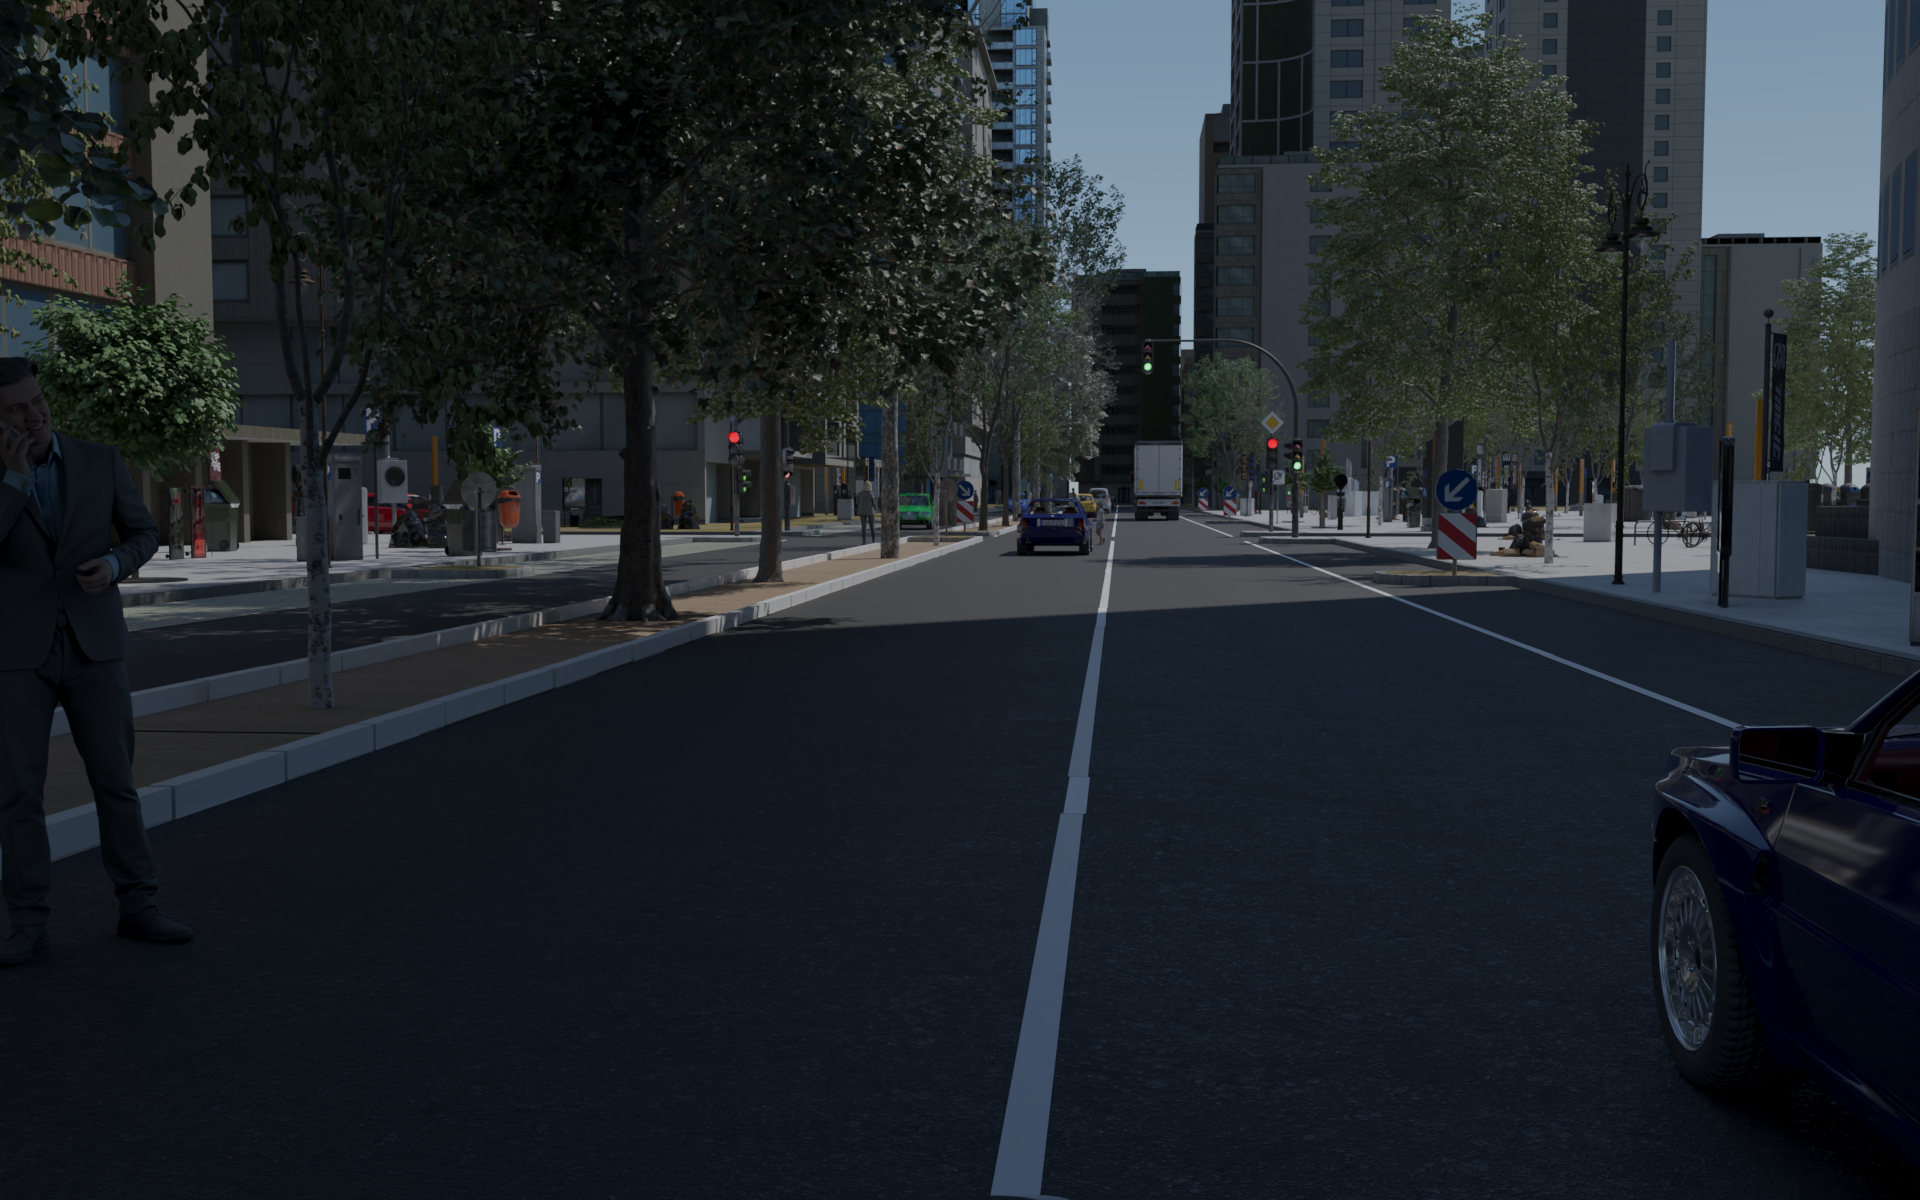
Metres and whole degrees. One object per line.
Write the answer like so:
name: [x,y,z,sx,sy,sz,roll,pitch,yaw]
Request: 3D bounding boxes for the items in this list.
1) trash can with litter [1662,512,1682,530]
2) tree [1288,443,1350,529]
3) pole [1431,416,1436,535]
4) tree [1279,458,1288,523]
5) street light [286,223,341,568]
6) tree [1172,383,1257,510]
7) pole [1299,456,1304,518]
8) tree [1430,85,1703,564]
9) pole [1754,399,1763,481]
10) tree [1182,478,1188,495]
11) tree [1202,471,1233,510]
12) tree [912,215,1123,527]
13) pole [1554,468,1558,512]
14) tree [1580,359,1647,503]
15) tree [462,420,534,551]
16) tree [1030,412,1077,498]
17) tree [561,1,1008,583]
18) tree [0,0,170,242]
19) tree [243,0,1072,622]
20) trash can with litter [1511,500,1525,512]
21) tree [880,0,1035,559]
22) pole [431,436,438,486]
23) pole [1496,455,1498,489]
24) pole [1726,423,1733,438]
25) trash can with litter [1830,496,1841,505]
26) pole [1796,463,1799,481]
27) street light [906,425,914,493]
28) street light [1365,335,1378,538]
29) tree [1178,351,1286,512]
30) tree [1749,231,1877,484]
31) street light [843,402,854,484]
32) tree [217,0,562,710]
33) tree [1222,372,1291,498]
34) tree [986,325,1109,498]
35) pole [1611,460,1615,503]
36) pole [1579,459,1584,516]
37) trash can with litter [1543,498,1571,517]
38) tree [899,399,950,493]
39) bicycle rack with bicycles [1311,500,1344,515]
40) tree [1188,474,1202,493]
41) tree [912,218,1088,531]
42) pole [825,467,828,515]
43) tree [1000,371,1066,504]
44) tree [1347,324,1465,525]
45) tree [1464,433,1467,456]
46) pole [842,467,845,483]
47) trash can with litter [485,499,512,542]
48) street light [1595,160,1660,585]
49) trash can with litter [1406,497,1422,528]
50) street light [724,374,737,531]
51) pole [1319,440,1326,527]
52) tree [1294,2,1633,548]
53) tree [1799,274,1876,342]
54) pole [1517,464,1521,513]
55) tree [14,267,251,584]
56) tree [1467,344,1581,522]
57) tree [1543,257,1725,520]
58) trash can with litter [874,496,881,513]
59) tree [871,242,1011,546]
trash can with litter: [25.619,-3.107,62.189,0.624,1.170,1.055,0,4,-6]
tree: [13.502,-4.279,64.564,1.663,3.219,1.824,0,3,0]
pole: [12.522,-3.161,45.530,0.158,3.312,0.155,0,3,0]
tree: [15.189,-5.114,78.212,1.663,3.219,1.824,0,3,0]
street light: [-10.934,-3.484,29.744,0.468,5.910,1.993,0,4,5]
tree: [20.082,-12.363,136.541,7.601,10.594,8.767,0,4,-5]
pole: [18.350,-6.063,92.969,0.158,3.312,0.155,0,3,0]
tree: [10.906,-4.965,31.535,4.737,8.622,4.395,0,3,0]
pole: [17.116,-2.647,37.124,0.158,3.312,0.155,0,3,0]
tree: [25.821,-12.649,201.418,1.663,3.219,1.824,0,3,0]
tree: [21.452,-9.062,142.757,1.663,3.219,1.824,0,3,0]
tree: [2.033,-9.976,75.929,12.009,13.543,11.850,0,3,0]
pole: [43.540,-8.115,126.519,0.158,3.312,0.155,0,3,0]
tree: [33.097,-8.521,89.676,4.360,8.622,3.978,0,3,0]
tree: [-10.698,-2.724,39.141,1.663,3.219,1.824,0,3,0]
tree: [6.639,-10.645,126.872,4.360,8.622,3.978,0,3,0]
tree: [-3.142,-6.576,28.105,7.486,12.596,7.792,0,3,0]
tree: [-4.859,-5.773,3.495,9.857,13.997,8.962,0,3,0]
tree: [-3.622,-6.117,19.476,9.611,12.733,9.660,0,3,0]
trash can with litter: [40.439,-6.993,125.727,1.055,1.170,0.624,2,4,26]
tree: [-2.682,-11.032,38.726,12.611,20.169,13.585,0,3,0]
pole: [-18.606,-4.132,61.404,0.158,3.312,0.155,0,3,0]
pole: [28.256,-5.942,90.995,0.158,3.312,0.155,0,3,0]
pole: [22.069,-3.420,49.757,0.158,3.312,0.155,0,3,0]
trash can with litter: [31.873,-3.169,62.871,1.678,1.210,2.233,0,4,-5]
pole: [55.787,-7.433,115.376,0.158,3.312,0.155,0,3,0]
street light: [-3.210,-8.587,113.185,0.468,5.910,1.993,0,4,5]
street light: [11.875,-4.735,50.207,0.468,5.910,1.993,0,4,5]
tree: [19.577,-12.176,124.839,9.928,11.665,9.643,0,3,0]
tree: [38.670,-9.625,75.503,7.486,12.596,7.792,0,3,0]
street light: [-5.644,-6.995,87.160,0.468,5.910,1.993,0,4,5]
tree: [-4.230,-3.559,11.014,4.737,8.622,4.395,0,3,0]
tree: [17.826,-9.488,105.494,4.360,8.622,3.978,0,3,0]
tree: [5.860,-12.871,119.555,9.857,13.997,8.962,0,3,0]
pole: [38.190,-6.574,101.324,0.158,3.312,0.155,0,3,0]
pole: [36.057,-6.521,100.466,0.158,3.312,0.155,0,3,0]
trash can with litter: [33.807,-5.359,98.672,1.678,1.210,2.233,1,4,12]
tree: [-2.797,-10.860,127.931,4.737,8.622,4.395,0,3,0]
bicycle rack with bicycles: [23.204,-5.663,105.966,2.852,0.926,2.925,-1,4,-22]
tree: [23.113,-10.507,166.387,1.663,3.219,1.824,0,3,0]
tree: [0.970,-8.335,64.485,9.928,11.665,9.643,0,3,0]
pole: [-8.208,-6.887,106.451,0.158,3.312,0.155,0,3,0]
tree: [4.040,-8.985,99.731,4.737,8.622,4.395,0,3,0]
tree: [17.473,-7.377,70.983,4.360,8.622,3.978,0,3,0]
tree: [24.899,-8.674,92.188,4.360,8.622,3.978,0,3,0]
pole: [-7.480,-7.176,111.167,0.158,3.312,0.155,0,3,0]
trash can with litter: [-12.368,-2.154,46.606,0.624,1.170,1.055,2,4,28]
street light: [9.357,-3.159,24.443,0.468,5.910,1.993,0,4,5]
trash can with litter: [17.234,-3.344,66.065,0.624,1.170,1.055,0,4,2]
street light: [-8.006,-5.373,60.644,0.468,5.910,1.993,0,4,5]
pole: [13.775,-4.401,65.803,0.158,3.312,0.155,0,3,0]
tree: [11.761,-7.493,40.631,7.486,12.596,7.792,0,3,0]
tree: [29.745,-6.642,58.951,4.737,8.622,4.395,0,3,0]
pole: [41.117,-8.165,127.340,0.158,3.312,0.155,0,3,0]
tree: [-12.163,-2.548,25.376,4.285,4.588,4.351,0,3,0]
tree: [26.035,-7.923,79.906,4.360,8.622,3.978,0,3,0]
tree: [26.519,-8.195,68.395,7.601,10.594,8.767,2,4,31]
trash can with litter: [-4.964,-6.363,115.088,2.233,1.210,1.678,2,4,33]
tree: [-0.642,-5.791,47.497,4.360,8.622,3.978,0,3,0]
